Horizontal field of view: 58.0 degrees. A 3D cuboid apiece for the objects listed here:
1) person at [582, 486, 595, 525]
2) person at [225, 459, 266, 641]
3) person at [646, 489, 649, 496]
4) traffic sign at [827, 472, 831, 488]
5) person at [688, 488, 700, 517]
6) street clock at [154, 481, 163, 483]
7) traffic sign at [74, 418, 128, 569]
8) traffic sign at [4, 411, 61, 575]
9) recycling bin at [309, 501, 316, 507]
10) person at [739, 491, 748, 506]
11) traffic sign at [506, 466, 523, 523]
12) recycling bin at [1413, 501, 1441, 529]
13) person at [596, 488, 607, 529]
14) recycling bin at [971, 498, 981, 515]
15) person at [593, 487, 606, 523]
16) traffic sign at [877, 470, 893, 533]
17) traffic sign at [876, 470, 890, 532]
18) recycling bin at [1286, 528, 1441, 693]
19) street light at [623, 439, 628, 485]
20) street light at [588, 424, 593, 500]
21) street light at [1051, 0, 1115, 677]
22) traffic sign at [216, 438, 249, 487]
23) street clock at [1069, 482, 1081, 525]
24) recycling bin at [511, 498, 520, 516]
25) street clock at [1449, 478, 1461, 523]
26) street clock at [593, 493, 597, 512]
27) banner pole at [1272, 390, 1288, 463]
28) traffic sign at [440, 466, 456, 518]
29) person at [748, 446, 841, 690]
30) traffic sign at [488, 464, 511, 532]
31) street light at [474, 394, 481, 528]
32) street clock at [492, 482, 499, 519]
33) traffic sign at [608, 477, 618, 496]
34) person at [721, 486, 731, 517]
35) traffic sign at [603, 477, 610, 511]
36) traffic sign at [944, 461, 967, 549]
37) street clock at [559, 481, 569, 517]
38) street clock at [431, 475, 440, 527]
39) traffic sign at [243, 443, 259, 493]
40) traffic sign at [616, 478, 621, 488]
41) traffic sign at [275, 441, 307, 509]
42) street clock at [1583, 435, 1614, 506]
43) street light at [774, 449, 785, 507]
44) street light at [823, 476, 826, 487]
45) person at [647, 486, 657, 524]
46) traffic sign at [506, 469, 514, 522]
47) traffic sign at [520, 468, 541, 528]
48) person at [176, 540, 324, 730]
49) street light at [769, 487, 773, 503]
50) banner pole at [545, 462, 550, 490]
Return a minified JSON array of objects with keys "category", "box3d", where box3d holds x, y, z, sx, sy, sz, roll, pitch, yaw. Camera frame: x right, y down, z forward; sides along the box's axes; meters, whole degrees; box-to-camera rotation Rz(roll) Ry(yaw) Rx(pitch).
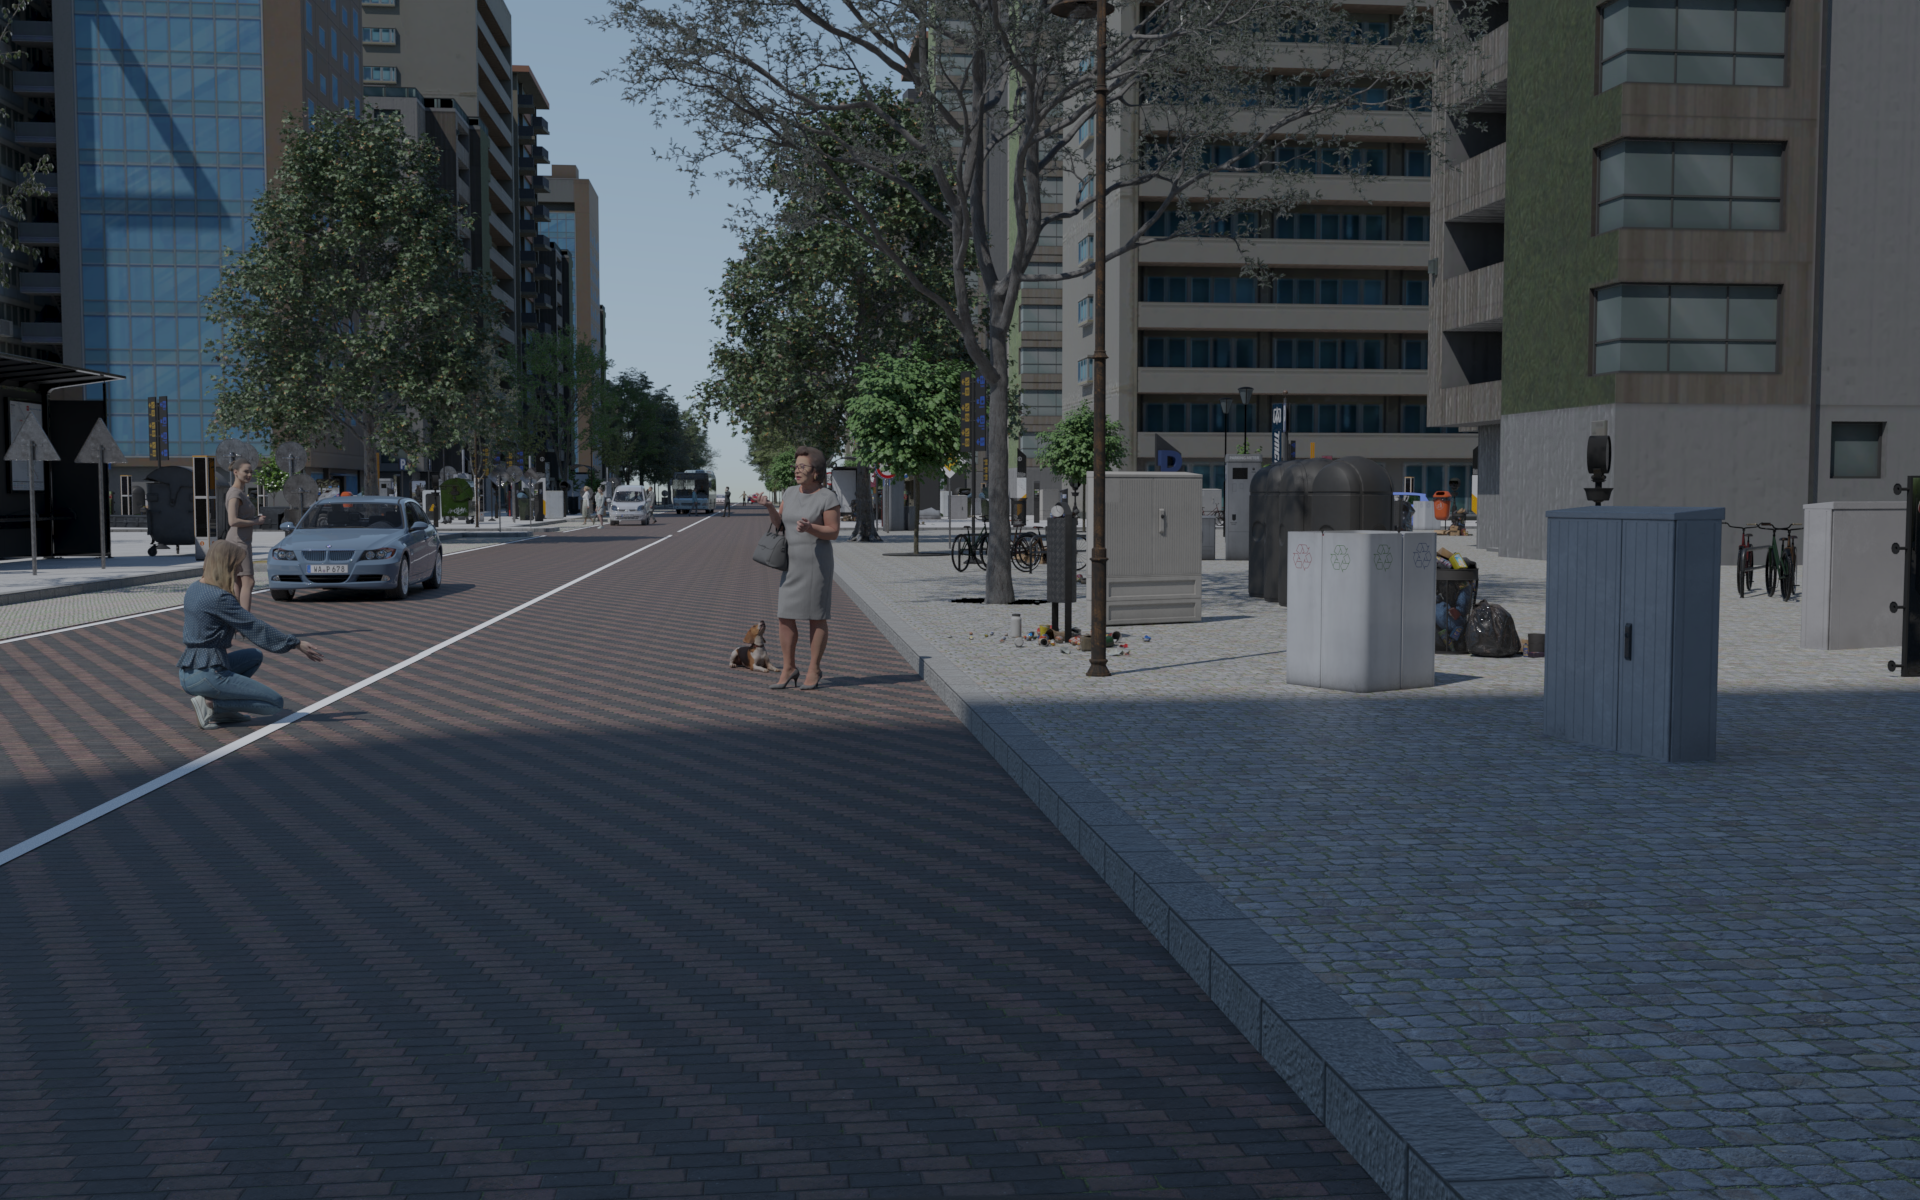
[{"category":"person","box3d":[-17.177,-4.357,79.967,0.641,1.798,0.478,0,4,7]},{"category":"person","box3d":[-7.048,-0.505,17.096,0.374,1.781,0.599,-1,4,-18]},{"category":"person","box3d":[-22.170,-7.005,123.207,0.728,1.800,0.709,3,4,38]},{"category":"traffic sign","box3d":[-7.430,-6.046,98.965,0.768,2.556,0.104,0,4,2]},{"category":"person","box3d":[-16.928,-6.225,110.148,0.748,1.841,0.638,0,4,7]},{"category":"street clock","box3d":[-31.957,-3.958,69.279,0.358,2.002,0.471,1,4,16]},{"category":"traffic sign","box3d":[-14.663,-1.809,29.577,0.884,2.594,0.081,0,4,-3]},{"category":"traffic sign","box3d":[-14.601,-1.667,27.259,0.884,2.594,0.081,0,4,-1]},{"category":"recycling bin","box3d":[-33.051,-4.596,87.697,0.722,1.027,0.722,-3,5,-41]},{"category":"person","box3d":[-26.255,-12.360,210.596,1.348,1.823,0.705,2,4,24]},{"category":"traffic sign","box3d":[-19.924,-4.727,77.396,0.768,2.556,0.104,0,4,-6]},{"category":"recycling bin","box3d":[16.697,-3.020,61.926,0.722,1.027,0.722,-1,4,-19]},{"category":"person","box3d":[-14.959,-3.833,72.177,0.522,1.701,0.512,-3,4,-39]},{"category":"recycling bin","box3d":[0.803,-5.614,104.349,0.722,1.027,0.722,3,4,38]},{"category":"person","box3d":[-18.033,-4.747,86.599,0.515,1.767,0.782,-2,4,-33]},{"category":"traffic sign","box3d":[-2.364,-3.464,56.738,0.768,2.556,0.104,0,4,2]},{"category":"traffic sign","box3d":[-2.520,-3.594,58.862,0.768,2.556,0.104,0,4,-3]},{"category":"recycling bin","box3d":[2.684,0.058,11.602,0.722,1.027,0.722,-2,4,-33]},{"category":"street light","box3d":[-27.351,-10.358,142.133,0.468,5.910,1.993,0,4,-7]},{"category":"street light","box3d":[-23.992,-8.561,112.760,0.468,5.910,1.993,0,4,-7]},{"category":"street light","box3d":[0.978,-2.401,12.051,0.468,5.910,1.993,0,4,-7]},{"category":"traffic sign","box3d":[-16.550,-2.403,39.388,0.768,2.556,0.104,0,4,3]},{"category":"street clock","box3d":[4.720,-4.059,70.939,0.471,2.002,0.358,-2,4,-25]},{"category":"recycling bin","box3d":[-26.250,-5.530,102.972,0.722,1.027,0.722,2,4,25]},{"category":"street clock","box3d":[21.999,-4.433,77.050,0.471,2.002,0.358,3,5,41]},{"category":"street clock","box3d":[-26.443,-7.386,125.328,0.471,2.002,0.358,2,4,29]},{"category":"banner pole","box3d":[7.752,-3.178,41.977,0.401,3.779,0.863,-1,4,-18]},{"category":"traffic sign","box3d":[-23.290,-4.815,78.830,0.768,2.556,0.104,0,4,-4]},{"category":"person","box3d":[-1.242,-0.233,12.665,0.716,1.782,0.532,2,4,29]},{"category":"traffic sign","box3d":[-15.475,-3.339,58.229,0.795,2.450,0.064,0,4,-7]},{"category":"street light","box3d":[-18.478,-5.708,66.112,0.468,5.910,1.993,0,4,-7]},{"category":"street clock","box3d":[-24.336,-5.281,90.909,0.471,2.002,0.358,-1,4,-12]},{"category":"traffic sign","box3d":[-26.225,-8.006,131.009,0.768,2.556,0.104,0,3,0]},{"category":"person","box3d":[-14.487,-6.090,107.436,0.648,1.900,0.474,3,5,45]},{"category":"traffic sign","box3d":[-27.056,-8.107,132.659,0.768,2.556,0.104,0,4,0]},{"category":"traffic sign","box3d":[-0.240,-2.400,40.421,0.795,2.450,0.064,0,4,0]},{"category":"street clock","box3d":[-21.884,-5.577,95.761,0.471,2.002,0.358,-1,4,-20]},{"category":"street clock","box3d":[-20.167,-3.794,66.601,0.358,2.002,0.471,-1,4,-21]},{"category":"traffic sign","box3d":[-17.710,-2.613,42.830,0.768,2.556,0.104,0,4,3]},{"category":"traffic sign","box3d":[-26.625,-8.203,134.217,0.768,2.556,0.104,0,4,3]},{"category":"traffic sign","box3d":[-16.213,-2.562,41.996,0.768,2.556,0.104,0,4,-3]},{"category":"street clock","box3d":[7.902,-1.033,21.455,0.358,2.002,0.471,2,4,29]},{"category":"street light","box3d":[-17.777,-12.106,170.728,0.468,5.910,1.993,0,4,-7]},{"category":"street light","box3d":[-4.600,-5.259,58.773,0.468,5.910,1.993,0,4,-7]},{"category":"person","box3d":[-15.019,-4.607,83.922,0.767,1.812,0.694,-2,4,-29]},{"category":"traffic sign","box3d":[-20.541,-4.863,79.620,0.768,2.556,0.104,0,4,-1]},{"category":"traffic sign","box3d":[-16.407,-3.824,66.159,0.795,2.450,0.064,0,4,-7]},{"category":"person","box3d":[-4.545,0.193,10.840,0.738,1.151,1.012,-3,5,-42]},{"category":"street light","box3d":[-27.488,-17.175,253.592,0.468,5.910,1.993,0,4,-7]},{"category":"banner pole","box3d":[-28.659,-7.940,119.836,0.863,3.779,0.401,2,4,33]}]
